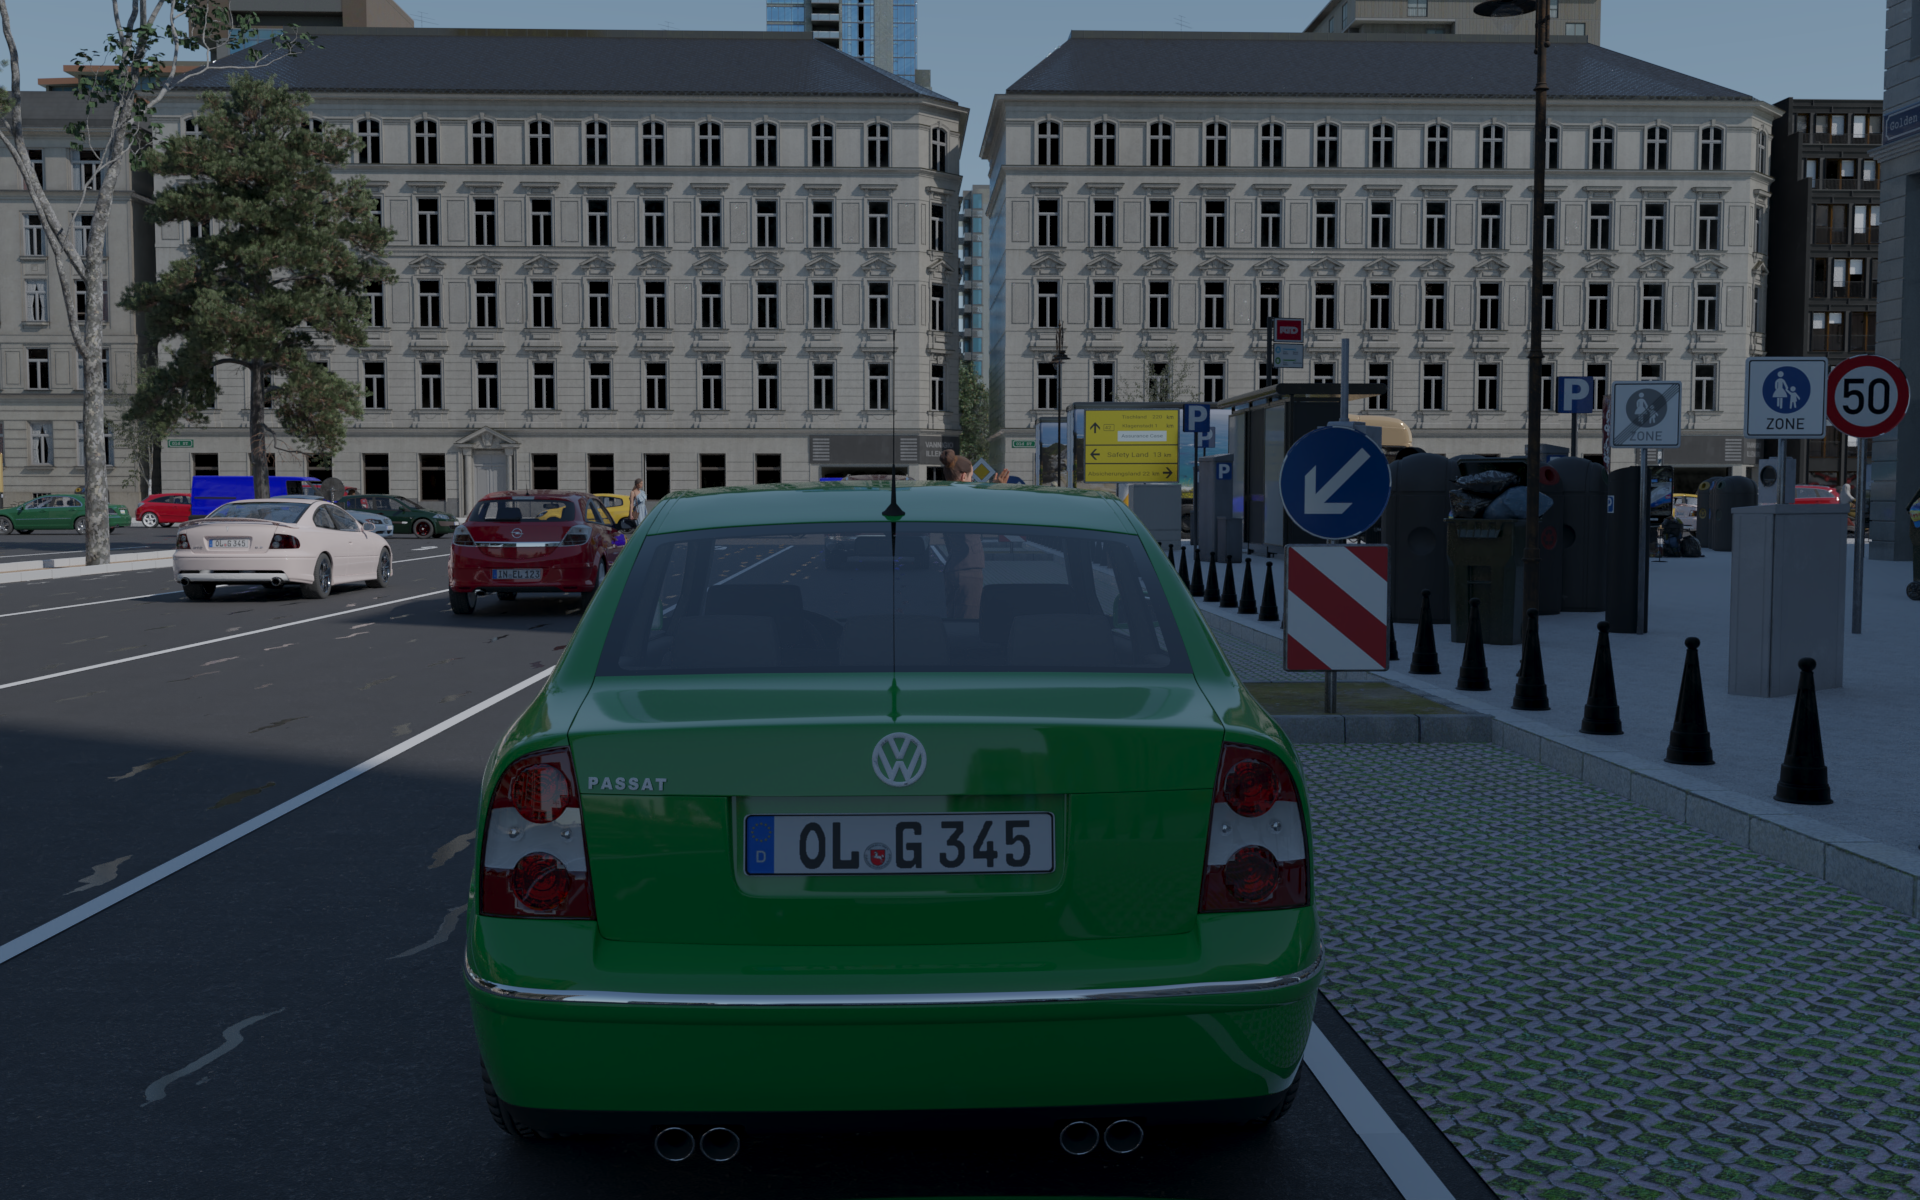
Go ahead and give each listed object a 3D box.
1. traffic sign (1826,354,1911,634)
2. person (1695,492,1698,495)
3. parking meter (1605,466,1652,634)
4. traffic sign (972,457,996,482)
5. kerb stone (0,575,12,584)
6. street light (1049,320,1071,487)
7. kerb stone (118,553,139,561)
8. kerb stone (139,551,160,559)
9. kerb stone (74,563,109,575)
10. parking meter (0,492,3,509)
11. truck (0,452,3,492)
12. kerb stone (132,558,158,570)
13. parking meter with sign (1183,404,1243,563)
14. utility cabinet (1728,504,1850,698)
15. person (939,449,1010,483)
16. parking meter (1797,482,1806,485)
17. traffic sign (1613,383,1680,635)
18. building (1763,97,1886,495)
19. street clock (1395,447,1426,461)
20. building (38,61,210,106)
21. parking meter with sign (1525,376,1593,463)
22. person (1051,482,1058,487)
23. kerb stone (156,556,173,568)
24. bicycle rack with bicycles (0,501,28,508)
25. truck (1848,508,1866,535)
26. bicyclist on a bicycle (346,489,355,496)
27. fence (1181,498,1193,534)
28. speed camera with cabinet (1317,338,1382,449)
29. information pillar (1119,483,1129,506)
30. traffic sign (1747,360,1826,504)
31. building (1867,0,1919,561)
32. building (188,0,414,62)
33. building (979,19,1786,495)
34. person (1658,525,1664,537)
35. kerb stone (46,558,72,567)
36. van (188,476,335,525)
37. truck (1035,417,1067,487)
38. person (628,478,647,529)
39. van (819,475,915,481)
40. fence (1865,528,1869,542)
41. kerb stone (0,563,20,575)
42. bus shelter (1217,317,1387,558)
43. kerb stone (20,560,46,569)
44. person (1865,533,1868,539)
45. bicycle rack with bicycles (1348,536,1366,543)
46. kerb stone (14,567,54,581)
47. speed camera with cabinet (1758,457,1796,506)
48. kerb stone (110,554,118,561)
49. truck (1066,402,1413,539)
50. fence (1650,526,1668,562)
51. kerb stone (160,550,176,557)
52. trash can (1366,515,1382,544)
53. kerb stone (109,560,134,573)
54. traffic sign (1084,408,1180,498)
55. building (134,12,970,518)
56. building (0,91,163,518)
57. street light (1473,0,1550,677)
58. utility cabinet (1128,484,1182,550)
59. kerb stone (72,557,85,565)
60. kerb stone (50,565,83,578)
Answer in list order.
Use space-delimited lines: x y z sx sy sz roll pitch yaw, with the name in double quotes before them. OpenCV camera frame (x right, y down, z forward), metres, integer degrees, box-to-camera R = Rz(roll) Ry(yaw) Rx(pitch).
"traffic sign" 8.245 -0.963 15.850 0.768 2.556 0.104 0 4 6
"person" 29.400 -3.702 68.941 0.836 1.842 0.656 1 4 10
"parking meter" 6.187 -0.467 16.041 0.372 1.533 0.369 0 3 0
"traffic sign" 0.588 -2.669 47.278 0.795 2.450 0.064 0 4 -2
"kerb stone" -15.390 -0.343 27.800 0.120 0.150 1.000 0 4 -2
"street light" 2.644 -4.485 46.124 0.468 5.910 1.993 0 4 -2
"kerb stone" -17.848 -0.903 36.965 0.120 0.150 1.000 0 4 -2
"kerb stone" -17.883 -0.963 37.994 0.120 0.150 1.000 0 4 -2
"kerb stone" -15.511 -0.528 30.898 0.120 0.150 1.000 0 4 -2
"parking meter" -51.174 -5.128 92.250 0.372 1.533 0.369 0 3 0
"truck" -43.628 -4.467 68.952 9.791 3.379 3.469 0 4 -1
"kerb stone" -15.585 -0.657 32.955 0.120 0.150 1.000 0 4 -2
"parking meter with sign" 4.826 -2.233 32.770 0.543 3.016 1.738 -1 4 -18
"utility cabinet" 5.394 -0.008 11.285 1.020 1.237 0.306 -3 4 -39
"person" 0.121 -0.135 11.517 0.742 1.727 0.445 3 5 41
"parking meter" 42.338 -4.987 87.249 0.399 1.863 0.255 1 4 16
"traffic sign" 6.204 -0.832 15.735 0.606 2.300 0.079 0 4 7
"building" 53.942 -16.616 101.341 15.834 23.373 12.332 0 4 -2
"street clock" 6.941 -1.350 26.648 0.358 2.002 0.471 -3 5 -45
"building" -77.194 -32.027 178.259 28.867 44.769 22.147 0 4 -2
"parking meter with sign" 8.992 -1.850 26.511 0.543 3.016 1.738 0 4 -7
"person" 3.118 -2.969 56.930 0.514 1.842 0.818 3 5 44
"kerb stone" -15.620 -0.717 33.981 0.120 0.150 1.000 0 4 -2
"bicycle rack with bicycles" -48.229 -4.645 89.329 2.925 0.926 2.852 1 4 20
"truck" 39.136 -4.161 57.783 18.799 4.110 2.967 0 4 -4
"bicyclist on a bicycle" -21.639 -3.169 61.831 1.625 1.676 1.499 0 4 -2
"fence" 6.229 -2.144 46.260 2.264 1.192 0.480 -1 4 -20
"speed camera with cabinet" 5.568 -1.684 21.865 2.038 3.252 0.660 2 4 35
"information pillar" 4.498 -3.468 48.061 0.183 3.616 0.504 3 5 42
"traffic sign" 6.166 -0.666 13.015 0.606 2.300 0.079 0 4 0
"building" 23.747 -14.743 18.548 11.434 29.767 29.804 0 4 -2
"building" -55.162 -30.447 147.916 14.600 45.320 14.200 0 4 -2
"building" 23.550 -19.890 101.622 44.131 29.872 17.030 0 4 -2
"person" 23.521 -2.557 58.223 0.347 0.859 0.695 1 4 16
"kerb stone" -17.728 -0.715 33.883 0.120 0.150 1.000 0 4 -2
"van" -23.030 -3.302 58.369 5.245 2.365 2.240 0 4 -4
"truck" 8.456 -4.592 63.995 11.283 4.237 2.839 0 4 -1
"person" -7.768 -2.019 41.608 0.778 1.811 0.616 2 4 34
"van" -2.845 -3.769 66.000 5.245 2.365 2.240 0 4 -3
"fence" 24.028 -1.814 45.027 0.278 0.683 2.069 0 4 7
"kerb stone" -17.640 -0.586 31.832 0.120 0.150 1.000 0 4 -2
"bus shelter" 6.856 -3.629 36.971 2.179 5.291 8.768 0 4 -2
"kerb stone" -17.691 -0.652 32.857 0.120 0.150 1.000 0 4 -2
"person" 27.842 -2.721 53.186 0.606 1.804 0.583 -3 4 -37
"bicycle rack with bicycles" 10.270 -1.938 45.074 2.852 0.926 2.925 -1 4 -17
"kerb stone" -15.430 -0.406 28.832 0.120 0.150 1.000 0 4 -2
"speed camera with cabinet" 20.168 -3.030 43.883 0.660 3.252 2.038 -1 4 -19
"kerb stone" -17.805 -0.841 35.940 0.120 0.150 1.000 0 4 -2
"truck" 9.015 -3.982 54.012 11.283 4.237 2.839 0 4 -1
"fence" 12.563 -1.011 31.904 0.278 0.683 2.069 3 5 40
"kerb stone" -17.916 -1.029 39.020 0.120 0.150 1.000 0 4 -2
"trash can" 5.954 -0.762 24.114 0.748 1.137 0.748 0 3 0
"kerb stone" -15.551 -0.595 31.929 0.120 0.150 1.000 0 4 -2
"traffic sign" 4.071 -2.892 41.149 2.265 3.308 0.079 0 4 7
"building" -21.709 -19.840 100.794 44.131 29.872 17.030 0 4 -2
"building" -58.866 -16.291 99.634 30.059 22.955 16.112 0 4 -2
"street light" 4.001 -2.398 11.993 0.468 5.910 1.993 0 4 -2
"utility cabinet" 4.369 -1.847 38.884 1.173 1.500 0.318 -1 4 -19
"kerb stone" -17.763 -0.778 34.909 0.120 0.150 1.000 0 4 -2
"kerb stone" -15.461 -0.469 29.860 0.120 0.150 1.000 0 4 -2
